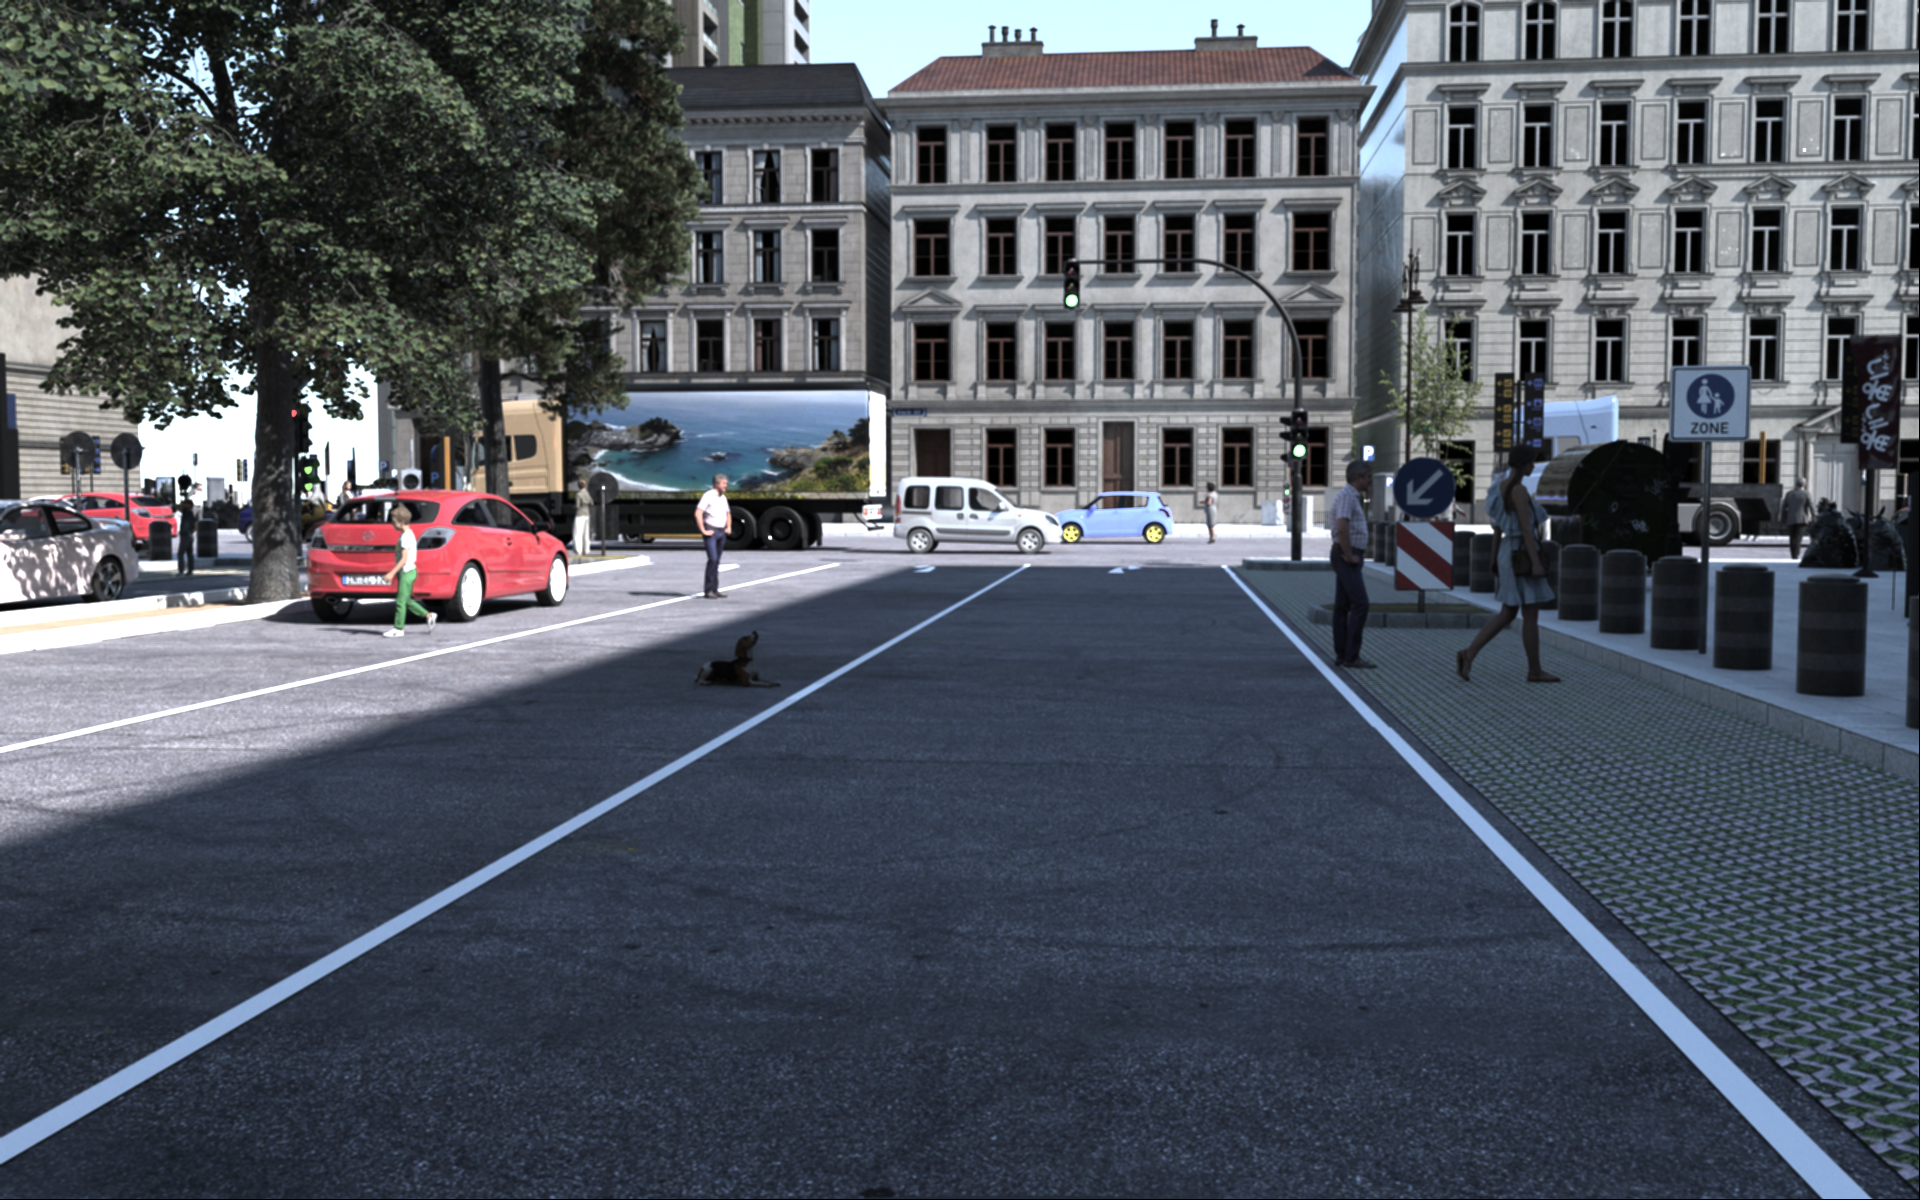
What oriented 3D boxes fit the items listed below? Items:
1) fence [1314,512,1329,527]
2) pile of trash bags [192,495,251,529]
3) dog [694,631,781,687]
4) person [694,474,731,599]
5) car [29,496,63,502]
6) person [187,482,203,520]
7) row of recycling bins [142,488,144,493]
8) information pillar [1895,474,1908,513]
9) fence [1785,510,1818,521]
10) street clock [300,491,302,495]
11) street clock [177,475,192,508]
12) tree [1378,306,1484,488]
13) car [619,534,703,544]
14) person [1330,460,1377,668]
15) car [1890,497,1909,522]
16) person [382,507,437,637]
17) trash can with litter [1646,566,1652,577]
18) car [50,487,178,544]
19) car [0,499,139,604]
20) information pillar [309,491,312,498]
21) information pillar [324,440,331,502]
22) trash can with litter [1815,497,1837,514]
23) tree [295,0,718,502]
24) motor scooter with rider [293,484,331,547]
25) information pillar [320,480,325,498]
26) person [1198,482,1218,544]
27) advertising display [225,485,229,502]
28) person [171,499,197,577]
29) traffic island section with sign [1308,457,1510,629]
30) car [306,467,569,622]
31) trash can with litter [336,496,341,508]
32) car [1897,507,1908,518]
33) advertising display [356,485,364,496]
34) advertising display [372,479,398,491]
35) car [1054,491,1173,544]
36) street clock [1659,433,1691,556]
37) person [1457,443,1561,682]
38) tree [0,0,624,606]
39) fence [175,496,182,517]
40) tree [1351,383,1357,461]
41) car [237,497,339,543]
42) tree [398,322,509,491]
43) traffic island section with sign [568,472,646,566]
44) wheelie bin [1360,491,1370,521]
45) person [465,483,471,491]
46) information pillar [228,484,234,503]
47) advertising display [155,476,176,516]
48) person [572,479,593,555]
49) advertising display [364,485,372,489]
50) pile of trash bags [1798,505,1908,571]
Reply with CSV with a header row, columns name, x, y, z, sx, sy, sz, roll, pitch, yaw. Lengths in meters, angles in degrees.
name,x,y,z,sx,sy,sz,roll,pitch,yaw
fence,12.464,-2.674,59.093,2.069,0.683,0.278,-1,4,-9
pile of trash bags,-26.763,-3.328,64.165,1.912,1.369,3.447,1,4,15
dog,-1.702,0.435,13.084,0.550,0.427,0.748,-1,4,-22
person,-3.351,-0.890,23.991,0.436,1.711,0.756,3,4,37
car,-28.512,-2.639,55.513,4.827,1.381,2.083,0,4,8
person,-26.009,-3.074,58.861,0.850,1.850,0.679,1,4,18
row of recycling bins,-56.851,-6.850,119.103,1.069,1.692,3.534,2,4,26
information pillar,34.104,-3.563,62.755,0.304,2.012,0.304,3,5,41
fence,31.893,-3.029,64.900,2.069,0.683,0.278,0,4,-2
street clock,-47.939,-7.414,125.783,0.358,2.002,0.471,-1,4,-9
street clock,-29.183,-3.711,65.246,0.471,2.002,0.358,0,4,-4
tree,18.250,-7.123,66.816,4.737,8.622,4.395,0,3,0
car,-7.923,-2.440,50.124,3.980,1.641,2.015,0,4,6
person,3.296,-0.304,14.411,0.436,1.711,0.756,1,4,22
car,30.787,-2.644,53.018,4.222,1.686,2.009,0,4,5
person,-5.568,-0.292,17.517,0.590,1.304,0.306,-3,5,-40
trash can with litter,10.532,-0.995,27.321,1.678,1.210,2.233,3,5,43
car,-22.713,-2.196,44.951,4.494,1.783,2.155,0,4,4
car,-12.003,-0.533,21.082,2.083,1.381,4.827,0,4,6
information pillar,-46.034,-8.027,122.593,0.183,3.616,0.504,2,4,32
information pillar,-27.675,-5.166,75.811,0.183,3.616,0.504,-3,4,-38
trash can with litter,30.202,-2.965,59.870,1.055,1.170,0.624,0,4,5
tree,-8.422,-7.410,31.028,7.806,13.903,7.818,0,3,0
motor scooter with rider,-16.167,-2.075,42.892,1.986,1.779,0.876,0,4,7
information pillar,-34.146,-5.406,92.876,0.304,2.012,0.304,-2,4,-24
person,7.206,-2.524,50.131,0.532,1.782,0.716,2,4,27
advertising display,-54.489,-7.539,128.473,0.123,1.923,0.974,3,5,42
person,-13.483,-1.080,30.074,0.340,1.345,0.435,0,4,-5
traffic island section with sign,4.942,-0.654,19.314,1.989,1.847,2.006,0,4,6
car,-6.158,-0.726,20.910,2.155,1.783,4.494,0,4,7
trash can with litter,-45.055,-7.041,126.503,1.055,1.170,0.624,2,4,24
car,26.228,-2.109,43.160,5.304,1.827,2.281,0,4,8
advertising display,-40.950,-6.858,117.340,0.974,1.923,0.123,2,4,33
advertising display,-24.277,-4.169,73.372,0.974,1.923,0.123,0,4,6
car,4.354,-2.496,50.402,3.694,1.707,1.945,0,4,5
street clock,8.466,-0.976,20.523,0.358,2.002,0.471,1,4,13
person,4.176,-0.273,13.053,0.778,1.811,0.616,0,4,1
tree,-8.725,-6.885,21.686,9.857,13.997,8.962,0,3,0
fence,-44.346,-5.237,96.832,2.264,1.192,0.480,1,4,19
tree,24.343,-9.601,107.334,4.737,8.622,4.395,0,3,0
car,-19.076,-2.344,50.898,3.894,1.354,1.945,0,4,8
tree,-20.698,-7.401,71.368,4.360,8.622,3.978,0,3,0
traffic island section with sign,-7.458,-1.659,35.264,2.006,1.907,1.989,0,4,6
wheelie bin,15.008,-3.509,65.287,0.693,1.594,0.980,2,4,33
person,-16.257,-2.975,57.332,0.537,1.800,0.526,0,4,5
information pillar,-51.929,-7.273,123.399,0.304,2.012,0.304,-1,4,-17
advertising display,-28.832,-3.528,62.891,0.974,1.923,0.123,2,4,29
person,-8.390,-1.795,38.397,0.362,1.759,0.519,3,5,39
advertising display,-41.906,-7.165,122.362,0.974,1.923,0.123,-1,4,-9
pile of trash bags,15.979,-1.194,29.281,1.912,1.369,3.447,-1,4,-20
